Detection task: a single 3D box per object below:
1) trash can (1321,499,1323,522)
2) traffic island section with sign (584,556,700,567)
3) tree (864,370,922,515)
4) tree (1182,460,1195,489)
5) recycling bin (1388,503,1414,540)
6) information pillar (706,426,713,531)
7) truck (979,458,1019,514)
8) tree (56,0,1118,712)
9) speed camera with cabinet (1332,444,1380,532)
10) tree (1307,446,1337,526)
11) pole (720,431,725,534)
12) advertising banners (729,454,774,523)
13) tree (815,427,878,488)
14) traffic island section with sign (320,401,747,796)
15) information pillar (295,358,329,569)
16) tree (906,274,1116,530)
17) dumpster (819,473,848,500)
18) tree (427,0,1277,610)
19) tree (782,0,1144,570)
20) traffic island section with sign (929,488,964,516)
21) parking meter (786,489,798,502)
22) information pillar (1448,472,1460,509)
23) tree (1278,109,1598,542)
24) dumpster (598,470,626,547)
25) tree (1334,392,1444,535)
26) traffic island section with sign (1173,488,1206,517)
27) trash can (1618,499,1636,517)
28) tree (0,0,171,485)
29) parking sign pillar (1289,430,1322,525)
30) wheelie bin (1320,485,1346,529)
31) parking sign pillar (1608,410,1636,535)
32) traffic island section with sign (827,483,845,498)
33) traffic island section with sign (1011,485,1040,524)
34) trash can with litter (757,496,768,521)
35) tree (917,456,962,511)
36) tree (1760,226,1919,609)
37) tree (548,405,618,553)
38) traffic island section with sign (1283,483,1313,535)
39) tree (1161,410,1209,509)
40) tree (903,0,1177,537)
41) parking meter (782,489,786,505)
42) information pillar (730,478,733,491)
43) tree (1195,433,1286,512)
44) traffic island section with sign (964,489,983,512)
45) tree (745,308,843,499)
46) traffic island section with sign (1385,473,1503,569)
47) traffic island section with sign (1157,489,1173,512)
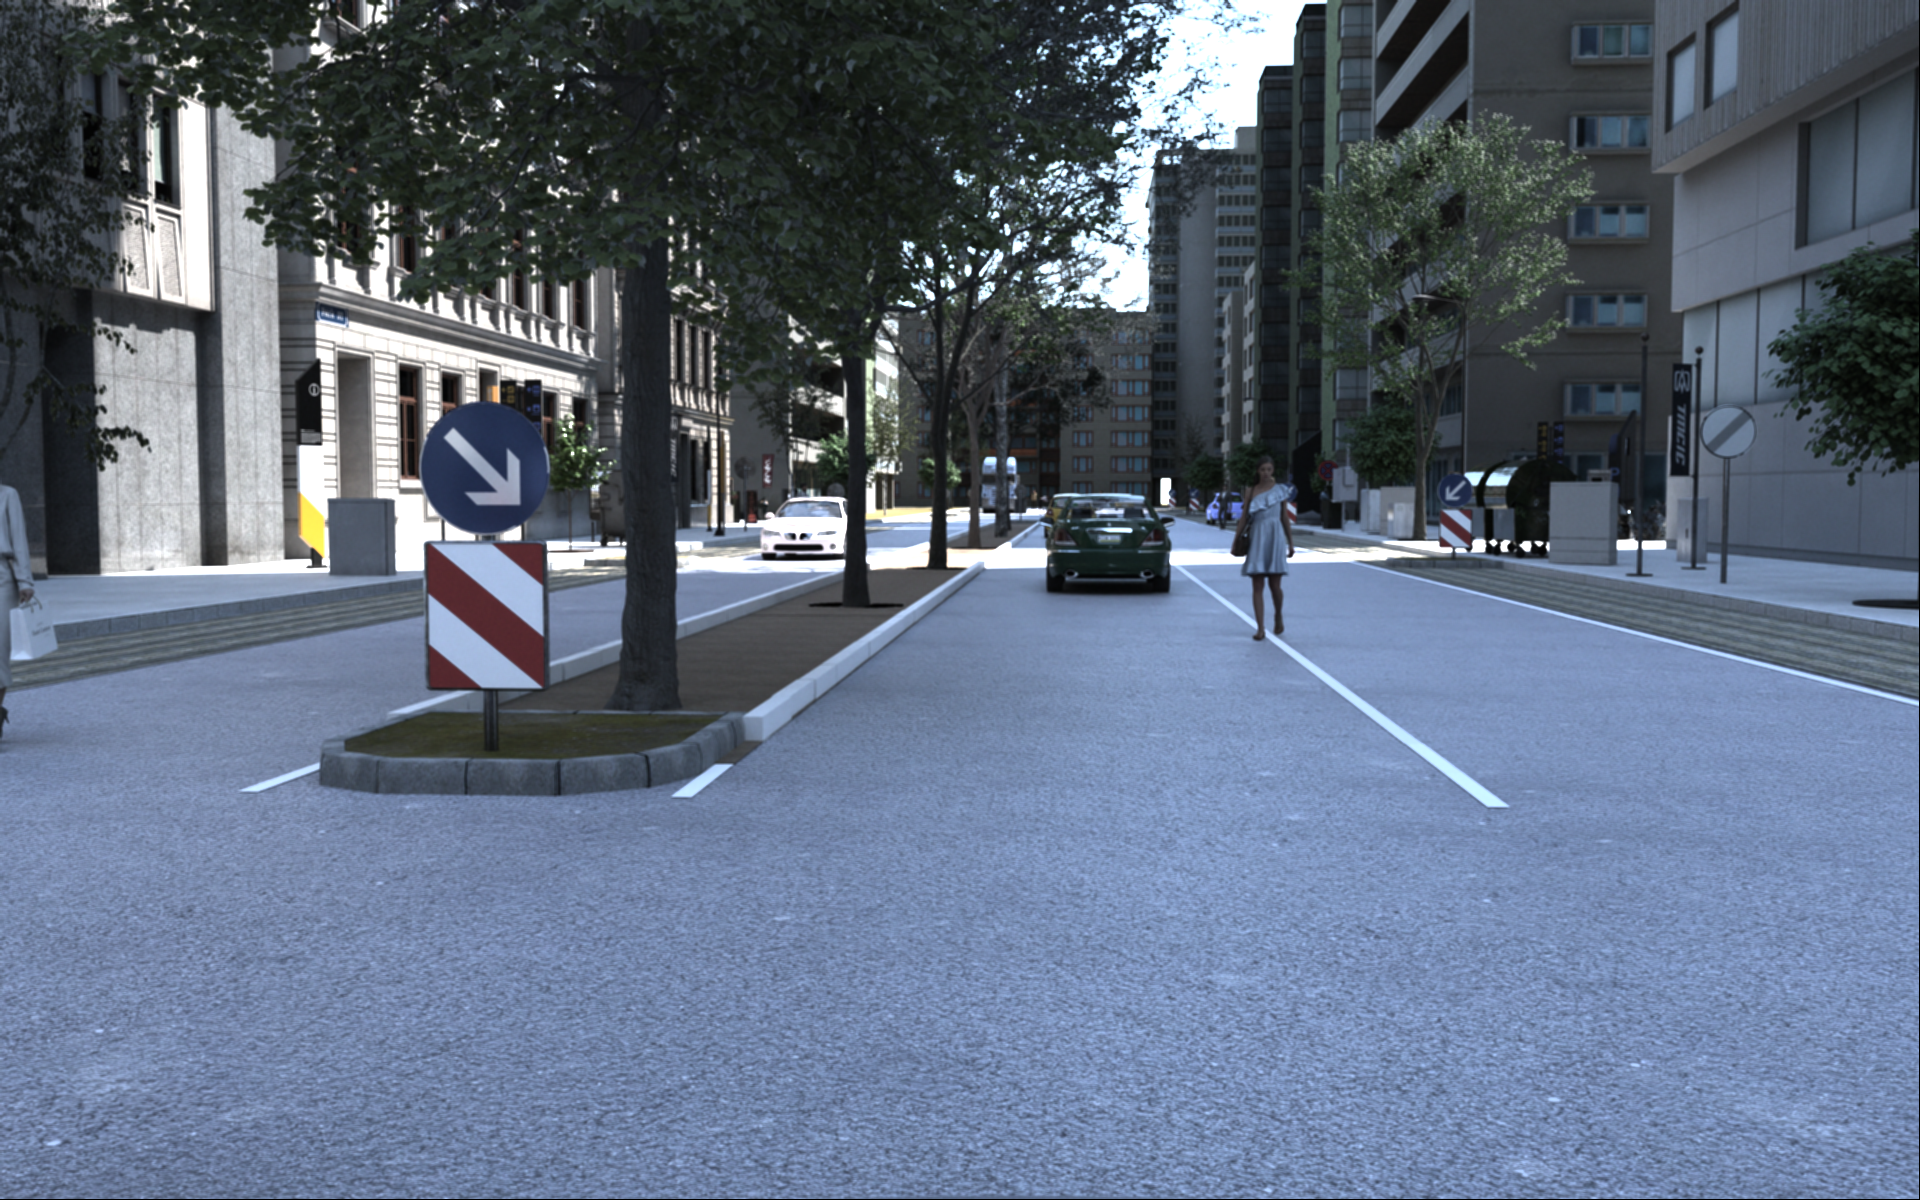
[{"bbox_3d":[16.427,-4.081,78.370,0.748,1.137,0.748,0,3,0],"label":"trash can"},{"bbox_3d":[-6.309,-1.596,34.718,1.989,1.847,2.006,0,4,4],"label":"traffic island section with sign"},{"bbox_3d":[-4.429,-9.390,103.894,4.737,8.622,4.395,0,3,0],"label":"tree"},{"bbox_3d":[18.030,-8.746,126.713,4.285,4.588,4.351,0,3,0],"label":"tree"},{"bbox_3d":[12.590,-2.241,49.199,0.722,1.027,0.722,0,4,0],"label":"recycling bin"},{"bbox_3d":[-8.647,-4.182,59.733,0.183,3.616,0.504,0,4,-3],"label":"information pillar"},{"bbox_3d":[3.303,-8.807,133.756,2.967,4.110,18.799,0,4,3],"label":"truck"},{"bbox_3d":[-2.151,-5.565,11.576,7.486,12.596,7.792,0,3,0],"label":"tree"},{"bbox_3d":[13.798,-3.971,59.266,2.038,3.252,0.660,-1,4,-15],"label":"speed camera with cabinet"},{"bbox_3d":[14.592,-4.605,69.897,1.663,3.219,1.824,0,3,0],"label":"tree"},{"bbox_3d":[-7.706,-3.801,55.992,0.158,3.312,0.155,0,3,0],"label":"pole"},{"bbox_3d":[-9.198,-4.898,76.266,2.074,3.025,0.090,0,4,2],"label":"advertising banners"},{"bbox_3d":[-5.612,-6.176,84.685,4.285,4.588,4.351,0,3,0],"label":"tree"},{"bbox_3d":[-2.293,-0.064,9.178,2.006,1.907,1.989,0,4,4],"label":"traffic island section with sign"},{"bbox_3d":[-11.129,-2.344,29.687,0.183,3.616,0.504,2,4,30],"label":"information pillar"},{"bbox_3d":[1.918,-8.015,67.914,8.767,10.594,7.601,0,4,4],"label":"tree"},{"bbox_3d":[-5.600,-4.670,78.843,1.502,2.255,1.985,0,4,4],"label":"dumpster"},{"bbox_3d":[-1.292,-6.637,21.340,12.009,13.543,11.850,0,3,0],"label":"tree"},{"bbox_3d":[-0.321,-6.373,32.405,9.928,11.665,9.643,0,3,0],"label":"tree"},{"bbox_3d":[-0.957,-6.296,111.562,1.989,1.847,2.006,0,4,4],"label":"traffic island section with sign"},{"bbox_3d":[-7.569,-4.323,79.098,0.372,1.533,0.369,0,3,0],"label":"parking meter"},{"bbox_3d":[16.476,-3.262,57.825,0.304,2.012,0.304,2,4,30],"label":"information pillar"},{"bbox_3d":[12.640,-7.395,46.671,9.928,11.665,9.643,0,3,0],"label":"tree"},{"bbox_3d":[-8.154,-2.270,42.870,1.264,1.857,1.865,0,4,4],"label":"dumpster"},{"bbox_3d":[13.684,-4.376,55.269,4.285,4.588,4.351,0,3,0],"label":"tree"},{"bbox_3d":[14.773,-6.226,110.429,1.989,1.847,2.006,0,4,4],"label":"traffic island section with sign"},{"bbox_3d":[19.384,-2.388,50.701,0.748,1.137,0.748,0,3,0],"label":"trash can"},{"bbox_3d":[-10.468,-4.171,18.553,4.360,8.622,3.978,0,3,0],"label":"tree"},{"bbox_3d":[14.490,-5.155,72.763,1.447,3.967,1.447,-1,4,-14],"label":"parking sign pillar"},{"bbox_3d":[13.630,-3.400,63.490,0.980,1.594,0.693,-1,4,-17],"label":"wheelie bin"},{"bbox_3d":[21.094,-4.082,55.219,1.447,3.967,1.447,3,5,40],"label":"parking sign pillar"},{"bbox_3d":[-4.427,-3.247,61.719,1.989,1.847,2.006,0,4,4],"label":"traffic island section with sign"},{"bbox_3d":[2.920,-4.648,84.136,2.006,1.907,1.989,0,4,4],"label":"traffic island section with sign"},{"bbox_3d":[-9.648,-4.344,82.415,1.055,1.170,0.624,0,4,-1],"label":"trash can with litter"},{"bbox_3d":[-1.467,-10.175,150.082,4.285,4.588,4.351,0,3,0],"label":"tree"},{"bbox_3d":[11.037,-2.207,19.796,4.285,4.588,4.351,0,3,0],"label":"tree"},{"bbox_3d":[-8.558,-2.639,37.752,1.663,3.219,1.824,0,3,0],"label":"tree"},{"bbox_3d":[11.322,-3.199,60.928,1.989,1.847,2.006,0,4,4],"label":"traffic island section with sign"},{"bbox_3d":[19.479,-12.083,147.923,4.360,8.622,3.978,0,3,0],"label":"tree"},{"bbox_3d":[0.209,-12.182,57.529,12.611,20.169,13.585,0,3,0],"label":"tree"},{"bbox_3d":[-8.210,-4.483,81.701,0.372,1.533,0.369,0,3,0],"label":"parking meter"},{"bbox_3d":[-10.672,-4.625,80.106,0.304,2.012,0.304,-1,4,-16],"label":"information pillar"},{"bbox_3d":[15.619,-6.642,92.314,4.285,4.588,4.351,0,3,0],"label":"tree"},{"bbox_3d":[0.960,-7.975,139.019,1.989,1.847,2.006,0,4,4],"label":"traffic island section with sign"},{"bbox_3d":[-6.562,-7.186,67.854,4.360,8.622,3.978,0,3,0],"label":"tree"},{"bbox_3d":[9.457,-1.554,34.037,1.989,1.847,2.006,0,4,4],"label":"traffic island section with sign"},{"bbox_3d":[16.649,-7.871,137.319,1.989,1.847,2.006,0,4,4],"label":"traffic island section with sign"}]
